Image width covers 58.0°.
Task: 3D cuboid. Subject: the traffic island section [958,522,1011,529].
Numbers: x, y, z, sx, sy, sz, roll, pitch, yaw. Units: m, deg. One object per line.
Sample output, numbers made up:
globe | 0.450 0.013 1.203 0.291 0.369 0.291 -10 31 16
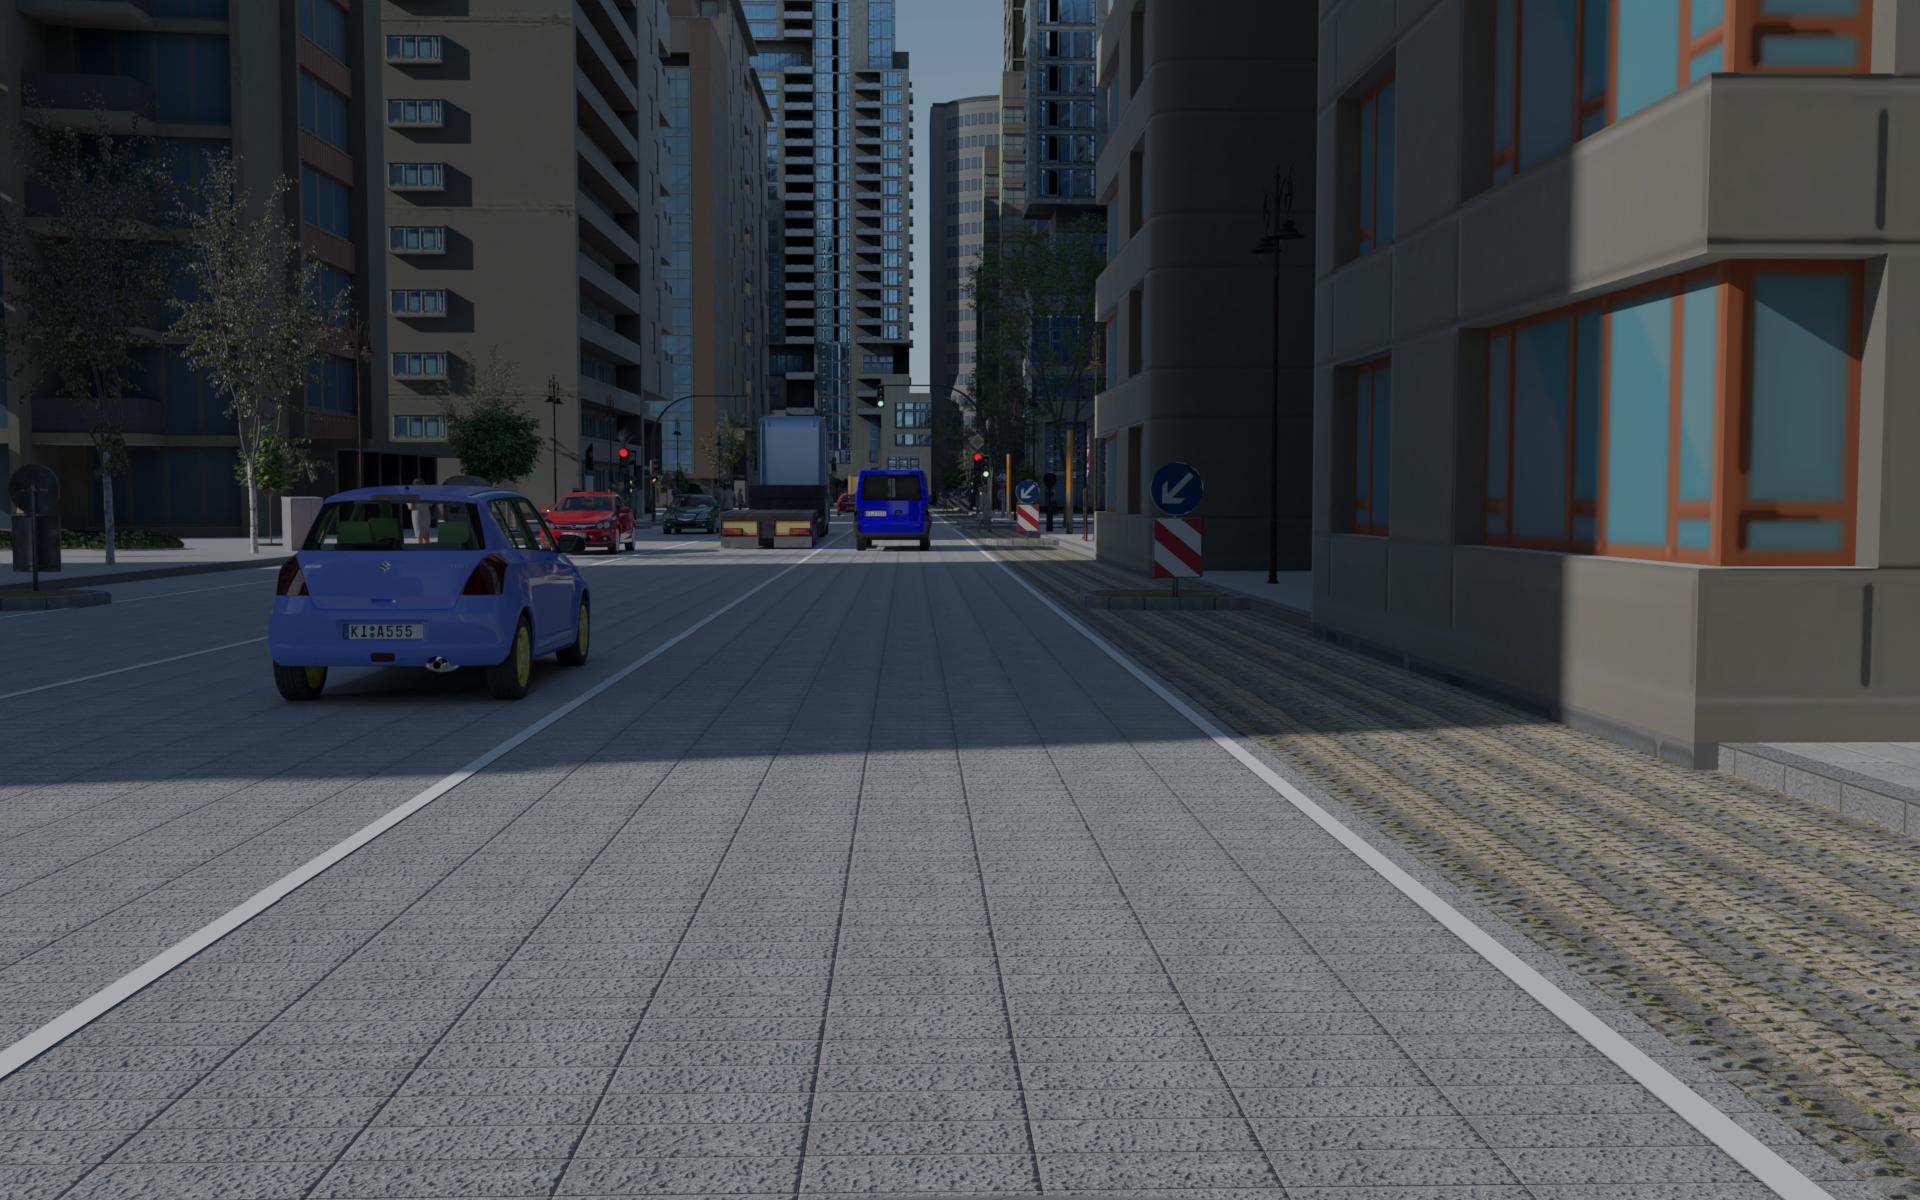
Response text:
traffic island section | 1.072 -3.046 72.087 2.009 0.180 2.903 0 4 -2

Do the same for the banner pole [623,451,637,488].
banner pole | -16.733 -5.962 87.498 0.863 3.779 0.401 0 4 2

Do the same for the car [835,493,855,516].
car | -7.244 -6.480 114.990 2.155 1.783 4.494 0 4 -2

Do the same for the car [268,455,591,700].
car | -3.928 -0.230 13.347 1.945 1.707 3.694 0 4 -3

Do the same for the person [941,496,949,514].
person | -1.041 -6.821 124.297 0.640 1.303 0.475 -3 5 -41

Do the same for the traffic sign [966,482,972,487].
traffic sign | 0.914 -8.392 137.211 0.884 2.594 0.081 0 4 5

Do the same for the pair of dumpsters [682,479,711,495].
pair of dumpsters | -17.135 -6.699 112.022 1.574 2.255 4.437 0 4 -2

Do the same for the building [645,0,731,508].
building | -29.097 -31.238 160.858 14.600 45.320 14.200 0 4 -2

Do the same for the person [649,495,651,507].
person | -20.809 -6.499 116.978 0.362 1.253 0.373 2 4 26

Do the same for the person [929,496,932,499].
person | -3.734 -10.993 188.256 1.348 1.821 0.705 -1 4 -10

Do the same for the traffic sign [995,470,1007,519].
traffic sign | 2.214 -5.517 90.311 0.768 2.556 0.104 0 4 -1

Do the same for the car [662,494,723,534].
car | -9.724 -3.152 63.340 2.131 1.459 4.920 0 4 -2

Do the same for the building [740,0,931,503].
building | -19.845 -57.378 250.803 31.000 86.520 22.319 0 4 -2

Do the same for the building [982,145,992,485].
building | 9.592 -31.950 205.979 14.154 41.232 14.086 0 4 -2

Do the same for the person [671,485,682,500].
person | -16.652 -5.866 101.751 0.655 1.846 0.447 1 4 9

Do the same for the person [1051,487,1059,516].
person | 5.587 -5.931 103.194 0.592 1.802 0.473 -2 4 -30

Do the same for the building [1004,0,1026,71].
building | 13.243 -45.847 187.849 20.563 71.187 20.611 0 4 -2

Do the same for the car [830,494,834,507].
car | -14.792 -11.050 189.469 1.959 1.807 4.718 0 4 -1

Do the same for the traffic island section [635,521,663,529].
traffic island section | -14.098 -3.508 79.635 2.009 0.180 2.903 0 4 -2

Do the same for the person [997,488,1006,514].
person | 2.626 -6.466 111.607 0.795 1.843 0.661 3 5 44

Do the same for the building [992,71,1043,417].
building | 10.818 -29.833 171.369 14.154 41.232 14.086 0 4 -2

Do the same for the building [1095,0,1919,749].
building | 17.177 -10.890 23.089 27.650 21.520 28.899 0 4 -2

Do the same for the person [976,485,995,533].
person | 0.941 -3.381 64.125 0.624 1.780 0.694 3 5 42

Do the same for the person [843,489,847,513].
person | -8.595 -7.430 130.004 0.581 1.822 0.654 2 4 27

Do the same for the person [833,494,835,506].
person | -15.432 -12.235 211.802 0.557 1.426 1.065 -1 4 -14

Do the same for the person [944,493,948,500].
person | -1.792 -13.392 228.231 0.421 1.427 0.697 -3 4 -37

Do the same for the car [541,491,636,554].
car | -9.071 -2.040 42.397 2.155 1.783 4.494 0 4 -3

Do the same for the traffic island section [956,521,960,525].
traffic island section | 0.837 -3.534 80.068 2.009 0.180 2.903 0 4 -2

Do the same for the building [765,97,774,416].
building | -37.536 -38.109 212.315 27.495 52.752 28.713 0 4 -2

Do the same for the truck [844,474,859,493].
truck | -9.150 -10.178 162.329 3.469 3.379 9.791 0 4 -3

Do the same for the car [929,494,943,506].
car | -2.779 -11.311 194.524 1.945 1.707 3.694 0 4 0

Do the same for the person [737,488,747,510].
person | -13.851 -6.158 109.363 0.728 1.800 0.709 1 4 23

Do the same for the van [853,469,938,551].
van | -1.713 -2.511 45.444 2.240 2.365 5.245 0 4 0

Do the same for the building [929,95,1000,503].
building | 9.760 -43.433 252.123 28.212 58.520 21.231 0 4 -2

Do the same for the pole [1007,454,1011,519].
pole | 2.484 -5.756 87.955 0.158 3.312 0.155 0 3 0

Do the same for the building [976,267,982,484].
building | 8.974 -27.474 220.895 14.160 30.474 14.107 0 4 -2

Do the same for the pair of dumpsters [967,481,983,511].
pair of dumpsters | 1.312 -8.079 134.592 1.574 2.255 4.437 0 4 -2

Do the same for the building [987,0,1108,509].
building | 13.856 -50.492 138.221 22.319 86.520 31.000 0 4 -2

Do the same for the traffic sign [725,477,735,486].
traffic sign | -17.793 -8.199 133.792 0.795 2.593 0.064 0 4 3

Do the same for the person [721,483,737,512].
person | -8.856 -3.557 66.500 0.661 1.843 0.795 -2 4 -27

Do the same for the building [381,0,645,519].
building | -29.507 -28.707 93.057 21.300 48.544 21.600 0 4 -2

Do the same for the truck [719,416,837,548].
truck | -5.487 -3.926 53.952 2.967 4.110 18.799 0 4 -3

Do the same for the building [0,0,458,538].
building | -33.072 -24.565 56.268 28.867 44.769 22.147 0 4 -2

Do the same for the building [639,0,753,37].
building | -36.292 -36.208 181.238 28.713 52.752 27.495 0 4 -2

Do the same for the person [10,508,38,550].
person | -18.915 -1.783 35.113 0.656 1.842 0.836 1 4 11

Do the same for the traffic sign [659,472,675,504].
traffic sign | -16.676 -6.030 98.586 0.884 2.594 0.081 0 4 -1

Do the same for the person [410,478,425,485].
person | -11.649 -1.759 37.615 0.716 1.782 0.532 -3 4 -37

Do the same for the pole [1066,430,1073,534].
pole | 3.495 -3.750 55.149 0.158 3.312 0.155 0 3 0

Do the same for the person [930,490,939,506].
person | -2.688 -10.805 185.096 1.348 1.831 0.705 -3 5 -42
